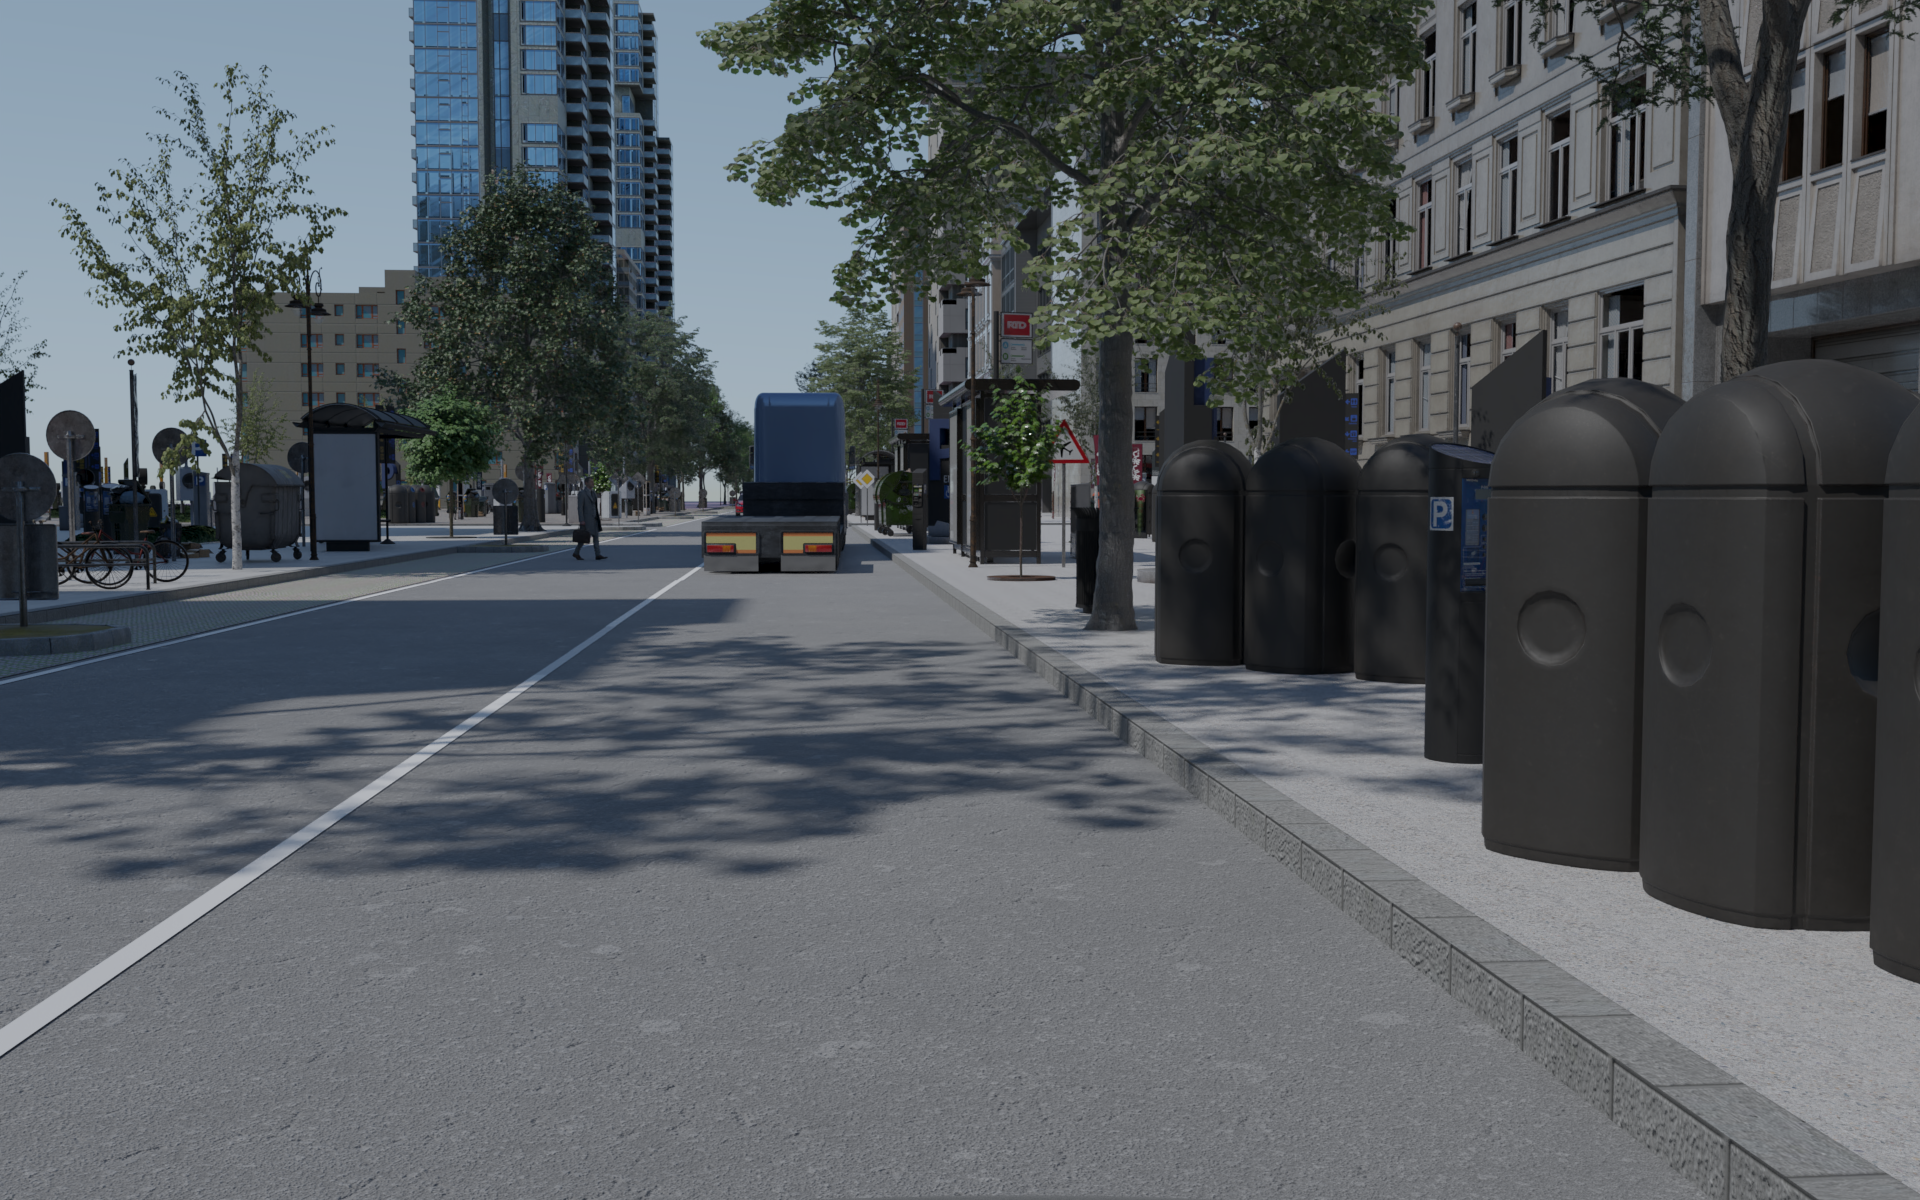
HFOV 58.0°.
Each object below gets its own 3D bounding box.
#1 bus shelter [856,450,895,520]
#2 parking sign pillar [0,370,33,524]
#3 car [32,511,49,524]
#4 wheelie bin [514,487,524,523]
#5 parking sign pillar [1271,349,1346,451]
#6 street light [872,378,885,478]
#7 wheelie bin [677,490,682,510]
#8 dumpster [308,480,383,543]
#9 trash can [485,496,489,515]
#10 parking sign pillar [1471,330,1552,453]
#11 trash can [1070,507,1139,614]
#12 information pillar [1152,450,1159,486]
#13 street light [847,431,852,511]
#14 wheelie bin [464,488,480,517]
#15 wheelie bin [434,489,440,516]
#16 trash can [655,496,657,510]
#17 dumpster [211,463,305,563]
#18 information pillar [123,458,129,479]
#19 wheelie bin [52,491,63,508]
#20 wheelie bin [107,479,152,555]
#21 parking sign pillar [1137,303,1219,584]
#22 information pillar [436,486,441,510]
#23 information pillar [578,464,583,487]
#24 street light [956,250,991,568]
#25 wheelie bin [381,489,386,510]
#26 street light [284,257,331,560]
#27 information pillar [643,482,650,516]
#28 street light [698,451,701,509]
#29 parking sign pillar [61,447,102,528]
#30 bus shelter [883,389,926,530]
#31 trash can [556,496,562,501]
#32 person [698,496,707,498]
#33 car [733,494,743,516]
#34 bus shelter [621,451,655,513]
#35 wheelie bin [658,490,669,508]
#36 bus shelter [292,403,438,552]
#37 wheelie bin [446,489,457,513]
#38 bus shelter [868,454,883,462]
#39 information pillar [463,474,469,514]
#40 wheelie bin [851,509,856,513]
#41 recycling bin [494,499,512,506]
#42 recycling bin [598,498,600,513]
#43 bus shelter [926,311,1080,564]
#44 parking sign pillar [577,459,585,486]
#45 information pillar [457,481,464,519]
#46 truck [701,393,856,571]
[{"bbox_3d":[-3.891,-5.389,82.027,2.014,3.302,5.546,0,4,-5],"label":"bus shelter"},{"bbox_3d":[-20.961,-3.007,37.632,1.447,3.967,1.447,-1,4,-15],"label":"parking sign pillar"},{"bbox_3d":[-39.874,-3.760,70.143,5.304,1.827,2.281,0,4,-6],"label":"car"},{"bbox_3d":[-19.657,-4.298,78.179,0.980,1.594,0.693,-2,4,-27],"label":"wheelie bin"},{"bbox_3d":[6.458,-2.672,32.163,1.447,3.967,1.447,-1,4,-12],"label":"parking sign pillar"},{"bbox_3d":[-3.266,-5.895,69.177,0.468,5.910,1.993,0,4,-5],"label":"street light"},{"bbox_3d":[-21.903,-7.789,135.264,0.693,1.594,0.980,0,4,3],"label":"wheelie bin"},{"bbox_3d":[-16.253,-2.650,45.820,1.502,2.255,1.985,0,4,-5],"label":"dumpster"},{"bbox_3d":[-29.157,-5.761,105.852,0.748,1.137,0.748,0,3,0],"label":"trash can"},{"bbox_3d":[9.253,-2.483,29.067,1.447,3.967,1.447,-3,5,-43],"label":"parking sign pillar"},{"bbox_3d":[1.554,-0.430,18.683,0.748,1.137,0.748,0,3,0],"label":"trash can"},{"bbox_3d":[9.158,-5.459,80.606,0.504,3.616,0.183,3,5,41],"label":"information pillar"},{"bbox_3d":[-7.162,-8.554,112.641,0.468,5.910,1.993,0,4,-5],"label":"street light"},{"bbox_3d":[-26.815,-5.339,95.203,0.693,1.594,0.980,2,4,29],"label":"wheelie bin"},{"bbox_3d":[-30.557,-5.634,100.031,0.693,1.594,0.980,3,5,40],"label":"wheelie bin"},{"bbox_3d":[-20.545,-6.344,115.373,0.748,1.137,0.748,0,3,0],"label":"trash can"},{"bbox_3d":[-13.408,-1.672,33.099,1.264,1.857,1.865,0,4,-5],"label":"dumpster"},{"bbox_3d":[-53.763,-7.363,111.735,0.183,3.616,0.504,0,4,4],"label":"information pillar"},{"bbox_3d":[-62.635,-6.869,120.216,0.693,1.594,0.980,-1,4,-13],"label":"wheelie bin"},{"bbox_3d":[-17.699,-1.774,36.918,0.980,1.594,0.693,2,4,30],"label":"wheelie bin"},{"bbox_3d":[3.306,-2.244,25.158,1.447,3.967,1.447,0,4,-5],"label":"parking sign pillar"},{"bbox_3d":[-42.085,-9.075,139.725,0.183,3.616,0.504,-3,5,-44],"label":"information pillar"},{"bbox_3d":[-29.194,-8.685,133.346,0.504,3.616,0.183,2,4,30],"label":"information pillar"},{"bbox_3d":[0.229,-3.506,30.114,0.468,5.910,1.993,0,4,-5],"label":"street light"},{"bbox_3d":[-33.912,-5.713,101.323,0.980,1.594,0.693,-3,4,-37],"label":"wheelie bin"},{"bbox_3d":[-12.552,-3.712,33.480,0.468,5.910,1.993,0,4,-5],"label":"street light"},{"bbox_3d":[-18.572,-6.007,102.705,0.304,2.012,0.304,3,5,43],"label":"information pillar"},{"bbox_3d":[-23.022,-11.026,153.067,0.468,5.910,1.993,0,4,-5],"label":"street light"},{"bbox_3d":[-33.564,-4.754,66.193,1.447,3.967,1.447,-1,4,-13],"label":"parking sign pillar"},{"bbox_3d":[-1.462,-5.273,63.849,2.179,5.291,8.768,0,4,-5],"label":"bus shelter"},{"bbox_3d":[-28.656,-6.827,123.276,0.748,1.137,0.748,0,3,0],"label":"trash can"},{"bbox_3d":[-34.062,-13.451,229.152,1.217,1.736,0.721,-1,4,-9],"label":"person"},{"bbox_3d":[-13.842,-6.418,113.973,2.155,1.783,4.494,0,4,-5],"label":"car"},{"bbox_3d":[-23.014,-8.873,122.699,2.179,5.291,8.768,0,4,-5],"label":"bus shelter"},{"bbox_3d":[-24.778,-8.373,144.808,0.980,1.594,0.693,-1,4,-11],"label":"wheelie bin"},{"bbox_3d":[-13.989,-2.888,41.138,2.014,3.302,5.546,0,4,-5],"label":"bus shelter"},{"bbox_3d":[-33.804,-6.569,115.304,0.693,1.594,0.980,0,4,1],"label":"wheelie bin"},{"bbox_3d":[-3.611,-6.834,89.360,2.179,5.291,8.768,0,4,-5],"label":"bus shelter"},{"bbox_3d":[-27.767,-6.468,97.100,0.504,3.616,0.183,-2,4,-33],"label":"information pillar"},{"bbox_3d":[-7.243,-6.577,115.439,0.980,1.594,0.693,-1,4,-18],"label":"wheelie bin"},{"bbox_3d":[-23.473,-4.672,88.944,0.722,1.027,0.722,-3,5,-39],"label":"recycling bin"},{"bbox_3d":[-22.100,-5.758,106.690,0.722,1.027,0.722,3,5,40],"label":"recycling bin"},{"bbox_3d":[0.767,-3.554,35.737,2.179,5.291,8.768,0,4,-5],"label":"bus shelter"},{"bbox_3d":[-29.501,-8.991,135.474,1.447,3.967,1.447,1,4,9],"label":"parking sign pillar"},{"bbox_3d":[-25.467,-5.125,88.290,0.304,2.012,0.304,-1,4,-19],"label":"information pillar"},{"bbox_3d":[-3.932,-3.083,40.173,2.967,4.110,18.799,0,4,-3],"label":"truck"}]
